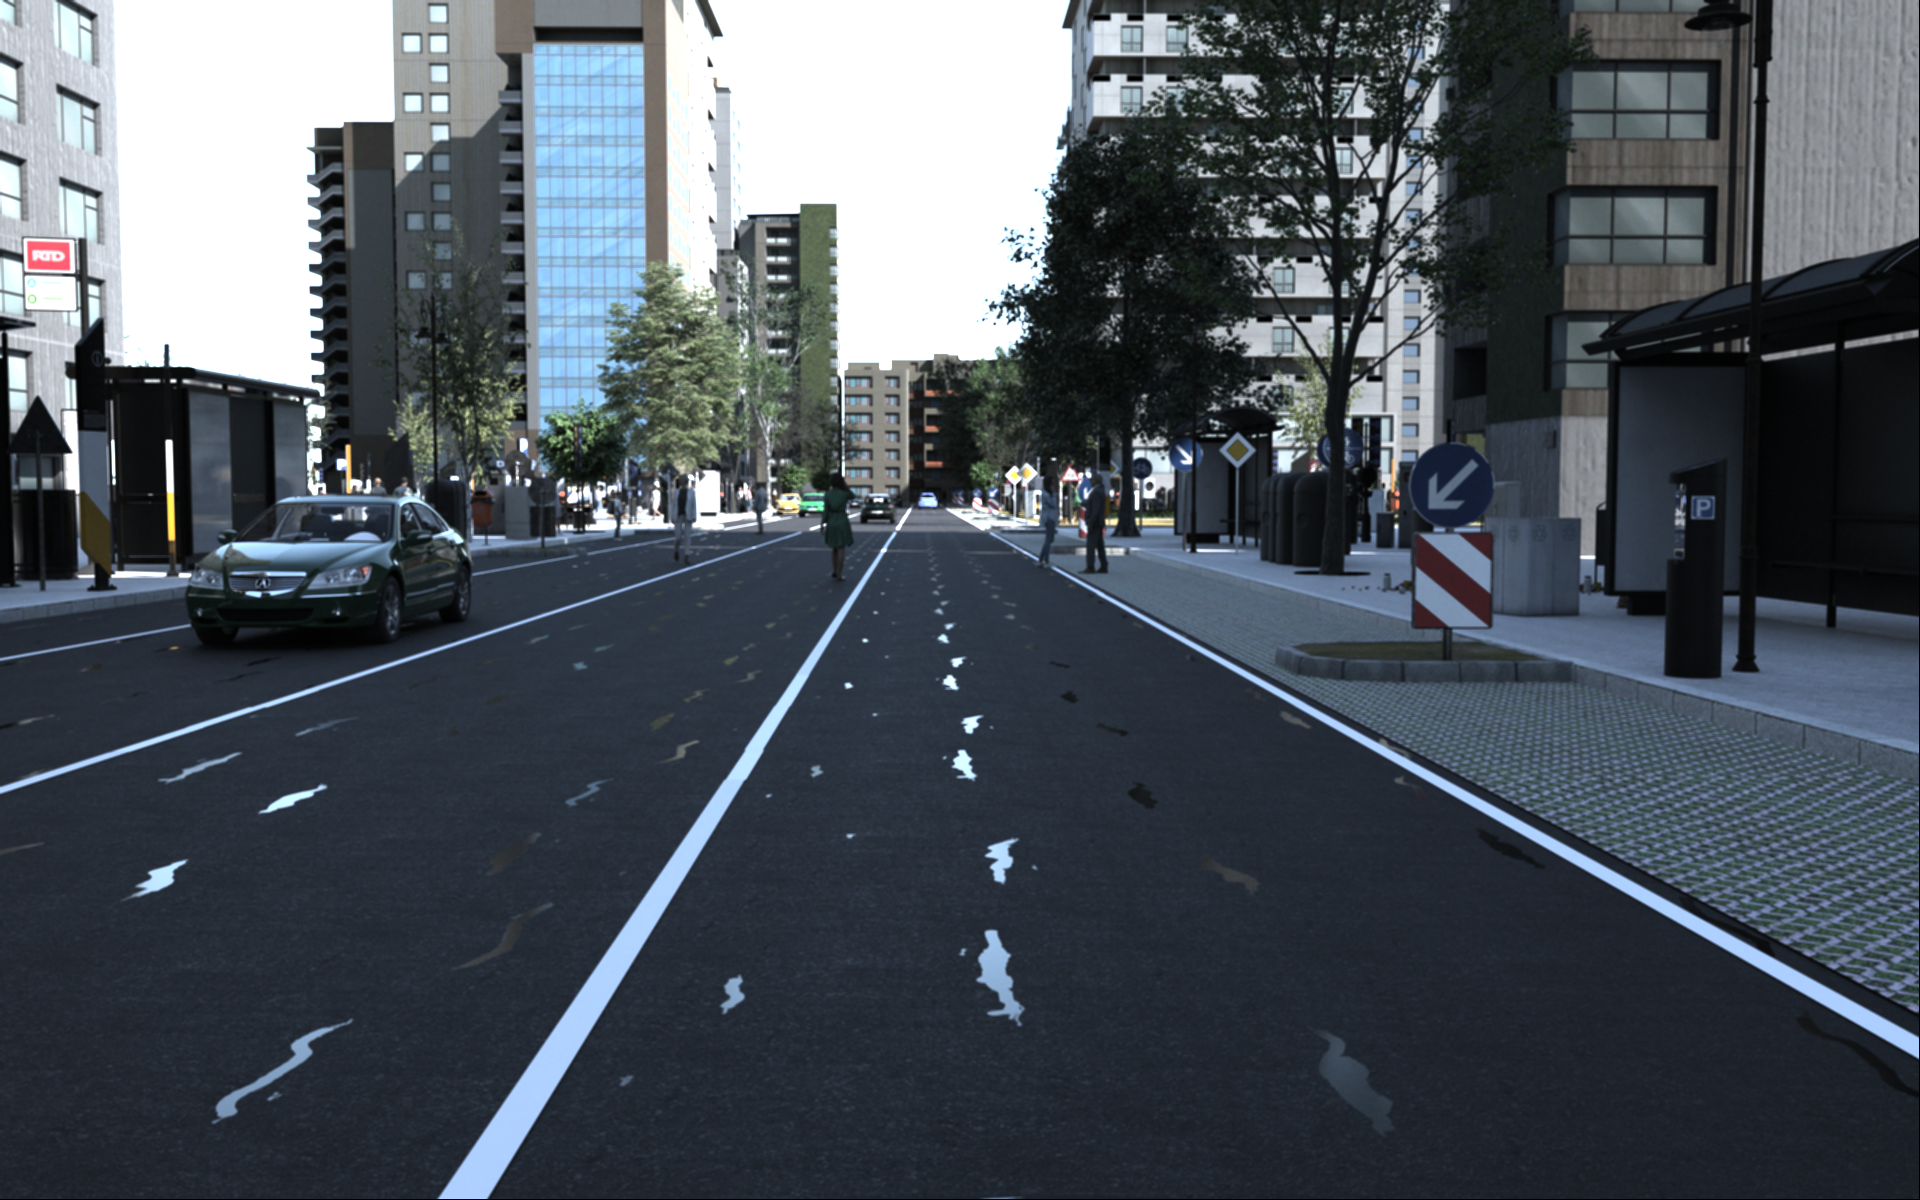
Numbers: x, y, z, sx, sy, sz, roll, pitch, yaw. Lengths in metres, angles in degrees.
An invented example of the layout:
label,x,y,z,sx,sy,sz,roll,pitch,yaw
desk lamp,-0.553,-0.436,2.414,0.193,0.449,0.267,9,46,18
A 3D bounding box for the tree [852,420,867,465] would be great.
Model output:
label,x,y,z,sx,sy,sz,roll,pitch,yaw
tree,-16.725,-18.733,216.649,12.009,13.543,11.850,0,3,0

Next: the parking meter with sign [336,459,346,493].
label,x,y,z,sx,sy,sz,roll,pitch,yaw
parking meter with sign,-30.304,-5.481,85.874,0.543,3.016,1.738,-3,5,-43

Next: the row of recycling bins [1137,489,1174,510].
label,x,y,z,sx,sy,sz,roll,pitch,yaw
row of recycling bins,15.443,-7.953,137.145,3.534,1.692,1.069,1,4,17

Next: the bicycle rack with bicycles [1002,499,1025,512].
label,x,y,z,sx,sy,sz,roll,pitch,yaw
bicycle rack with bicycles,4.204,-6.709,123.069,2.925,0.926,2.852,-2,4,-33

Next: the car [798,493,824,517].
label,x,y,z,sx,sy,sz,roll,pitch,yaw
car,-9.160,-6.109,108.680,1.959,1.807,4.718,0,4,-2

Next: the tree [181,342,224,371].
label,x,y,z,sx,sy,sz,roll,pitch,yaw
tree,-35.874,-7.787,77.681,4.360,8.622,3.978,0,3,0

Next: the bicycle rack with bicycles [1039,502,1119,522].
label,x,y,z,sx,sy,sz,roll,pitch,yaw
bicycle rack with bicycles,5.534,-4.182,81.755,2.852,0.926,2.925,-3,5,-41

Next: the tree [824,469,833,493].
label,x,y,z,sx,sy,sz,roll,pitch,yaw
tree,-16.338,-13.634,206.623,4.285,4.588,4.351,0,3,0

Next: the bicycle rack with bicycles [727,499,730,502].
label,x,y,z,sx,sy,sz,roll,pitch,yaw
bicycle rack with bicycles,-18.898,-7.656,138.560,2.852,0.926,2.925,-1,4,-14

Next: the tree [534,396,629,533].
label,x,y,z,sx,sy,sz,roll,pitch,yaw
tree,-12.670,-4.557,58.224,4.285,4.588,4.351,0,3,0

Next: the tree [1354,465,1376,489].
label,x,y,z,sx,sy,sz,roll,pitch,yaw
tree,22.946,-6.357,98.540,1.663,3.219,1.824,0,3,0

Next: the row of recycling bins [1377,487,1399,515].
label,x,y,z,sx,sy,sz,roll,pitch,yaw
row of recycling bins,26.371,-6.103,106.898,3.534,1.692,1.069,0,4,0

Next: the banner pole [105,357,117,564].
label,x,y,z,sx,sy,sz,roll,pitch,yaw
banner pole,-15.369,-2.558,31.837,0.863,3.779,0.401,-1,4,-12

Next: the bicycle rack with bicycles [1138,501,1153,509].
label,x,y,z,sx,sy,sz,roll,pitch,yaw
bicycle rack with bicycles,12.669,-6.698,122.889,2.925,0.926,2.852,0,4,4

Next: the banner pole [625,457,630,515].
label,x,y,z,sx,sy,sz,roll,pitch,yaw
banner pole,-20.114,-7.018,104.763,0.401,3.779,0.863,-2,4,-33

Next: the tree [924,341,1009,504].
label,x,y,z,sx,sy,sz,roll,pitch,yaw
tree,2.327,-21.824,212.710,12.611,20.169,13.585,0,3,0

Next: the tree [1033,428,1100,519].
label,x,y,z,sx,sy,sz,roll,pitch,yaw
tree,5.380,-8.452,88.549,4.737,8.622,4.395,0,3,0

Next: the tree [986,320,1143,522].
label,x,y,z,sx,sy,sz,roll,pitch,yaw
tree,4.669,-8.787,78.072,7.601,10.594,8.767,0,4,2

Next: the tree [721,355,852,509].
label,x,y,z,sx,sy,sz,roll,pitch,yaw
tree,-15.842,-14.795,152.276,12.009,13.543,11.850,0,3,0

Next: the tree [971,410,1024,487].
label,x,y,z,sx,sy,sz,roll,pitch,yaw
tree,2.875,-11.766,142.736,4.360,8.622,3.978,0,3,0

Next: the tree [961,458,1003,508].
label,x,y,z,sx,sy,sz,roll,pitch,yaw
tree,2.281,-10.525,155.798,4.285,4.588,4.351,0,3,0

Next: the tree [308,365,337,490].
label,x,y,z,sx,sy,sz,roll,pitch,yaw
tree,-35.646,-8.778,93.874,4.360,8.622,3.978,0,3,0

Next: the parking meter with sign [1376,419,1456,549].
label,x,y,z,sx,sy,sz,roll,pitch,yaw
parking meter with sign,10.740,-2.729,40.882,1.738,3.016,0.543,2,4,29

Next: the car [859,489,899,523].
label,x,y,z,sx,sy,sz,roll,pitch,yaw
car,-4.050,-4.679,86.285,2.009,1.686,4.222,0,4,-1

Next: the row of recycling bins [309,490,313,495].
label,x,y,z,sx,sy,sz,roll,pitch,yaw
row of recycling bins,-52.217,-7.869,135.765,3.534,1.692,1.069,1,4,22

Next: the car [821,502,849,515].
label,x,y,z,sx,sy,sz,roll,pitch,yaw
car,-8.426,-6.377,116.837,1.945,1.354,3.894,0,4,-1

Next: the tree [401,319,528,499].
label,x,y,z,sx,sy,sz,roll,pitch,yaw
tree,-20.766,-7.564,74.038,4.737,8.622,4.395,0,3,0

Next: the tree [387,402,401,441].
label,x,y,z,sx,sy,sz,roll,pitch,yaw
tree,-39.367,-10.725,125.714,4.737,8.622,4.395,0,3,0

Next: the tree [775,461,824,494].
label,x,y,z,sx,sy,sz,roll,pitch,yaw
tree,-16.152,-11.243,167.540,4.285,4.588,4.351,0,3,0

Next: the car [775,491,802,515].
label,x,y,z,sx,sy,sz,roll,pitch,yaw
car,-11.824,-6.748,120.556,2.015,1.641,3.980,0,4,-1

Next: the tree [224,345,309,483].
label,x,y,z,sx,sy,sz,roll,pitch,yaw
tree,-35.012,-8.263,85.464,4.360,8.622,3.978,0,3,0

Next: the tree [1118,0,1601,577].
label,x,y,z,sx,sy,sz,roll,pitch,yaw
tree,5.992,-6.196,27.058,9.928,11.665,9.643,0,3,0

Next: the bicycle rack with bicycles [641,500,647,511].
label,x,y,z,sx,sy,sz,roll,pitch,yaw
bicycle rack with bicycles,-24.021,-6.948,126.985,2.925,0.926,2.852,2,4,30

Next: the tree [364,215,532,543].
label,x,y,z,sx,sy,sz,roll,pitch,yaw
tree,-13.084,-5.809,45.345,4.360,8.622,3.978,0,3,0

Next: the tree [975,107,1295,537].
label,x,y,z,sx,sy,sz,roll,pitch,yaw
tree,5.060,-8.254,51.959,9.611,12.733,9.660,0,3,0

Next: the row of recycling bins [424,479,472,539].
label,x,y,z,sx,sy,sz,roll,pitch,yaw
row of recycling bins,-14.483,-2.574,49.194,1.069,1.692,3.534,0,4,-7

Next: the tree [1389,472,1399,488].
label,x,y,z,sx,sy,sz,roll,pitch,yaw
tree,32.494,-8.143,127.739,1.663,3.219,1.824,0,3,0

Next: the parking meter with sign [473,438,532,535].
label,x,y,z,sx,sy,sz,roll,pitch,yaw
parking meter with sign,-14.459,-3.552,54.330,1.738,3.016,0.543,1,4,14

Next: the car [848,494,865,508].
label,x,y,z,sx,sy,sz,roll,pitch,yaw
car,-10.166,-9.633,167.280,2.009,1.686,4.222,0,4,-3

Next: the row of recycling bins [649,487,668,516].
label,x,y,z,sx,sy,sz,roll,pitch,yaw
row of recycling bins,-17.736,-5.858,102.883,1.069,1.692,3.534,-2,4,-23

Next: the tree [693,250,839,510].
label,x,y,z,sx,sy,sz,roll,pitch,yaw
tree,-16.681,-17.202,137.140,12.611,20.169,13.585,0,3,0

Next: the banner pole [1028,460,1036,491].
label,x,y,z,sx,sy,sz,roll,pitch,yaw
banner pole,5.192,-8.346,126.476,0.863,3.779,0.401,3,4,36

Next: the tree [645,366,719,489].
label,x,y,z,sx,sy,sz,roll,pitch,yaw
tree,-14.719,-8.749,93.408,4.360,8.622,3.978,0,3,0

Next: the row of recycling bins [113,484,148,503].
label,x,y,z,sx,sy,sz,roll,pitch,yaw
row of recycling bins,-34.970,-3.987,72.304,1.069,1.692,3.534,0,4,2

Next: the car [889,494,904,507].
label,x,y,z,sx,sy,sz,roll,pitch,yaw
car,-7.116,-10.845,187.106,2.009,1.686,4.222,0,4,0

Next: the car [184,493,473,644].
label,x,y,z,sx,sy,sz,roll,pitch,yaw
car,-6.424,-0.385,18.093,2.131,1.459,4.920,0,4,-2

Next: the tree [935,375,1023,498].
label,x,y,z,sx,sy,sz,roll,pitch,yaw
tree,1.983,-17.003,184.660,9.857,13.997,8.962,0,3,0

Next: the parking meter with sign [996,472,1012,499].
label,x,y,z,sx,sy,sz,roll,pitch,yaw
parking meter with sign,3.714,-8.570,136.382,1.738,3.016,0.543,-1,4,-23

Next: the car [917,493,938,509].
label,x,y,z,sx,sy,sz,roll,pitch,yaw
car,-3.074,-9.384,163.024,1.945,1.707,3.694,0,4,-2

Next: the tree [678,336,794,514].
label,x,y,z,sx,sy,sz,roll,pitch,yaw
tree,-14.801,-11.472,113.317,9.928,11.665,9.643,0,3,0

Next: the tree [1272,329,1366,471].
label,x,y,z,sx,sy,sz,roll,pitch,yaw
tree,15.908,-7.733,76.800,4.737,8.622,4.395,0,3,0

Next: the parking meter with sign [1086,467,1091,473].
label,x,y,z,sx,sy,sz,roll,pitch,yaw
parking meter with sign,8.961,-7.134,112.906,1.738,3.016,0.543,-3,4,-38

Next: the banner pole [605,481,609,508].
label,x,y,z,sx,sy,sz,roll,pitch,yaw
banner pole,-28.229,-9.050,137.988,0.863,3.779,0.401,-1,4,-12

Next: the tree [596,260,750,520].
label,x,y,z,sx,sy,sz,roll,pitch,yaw
tree,-14.132,-10.200,84.901,7.486,12.596,7.792,0,3,0

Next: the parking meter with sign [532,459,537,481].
label,x,y,z,sx,sy,sz,roll,pitch,yaw
parking meter with sign,-22.219,-5.563,87.218,1.738,3.016,0.543,1,4,16

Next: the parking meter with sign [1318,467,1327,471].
label,x,y,z,sx,sy,sz,roll,pitch,yaw
parking meter with sign,23.031,-6.965,110.132,0.543,3.016,1.738,1,4,11

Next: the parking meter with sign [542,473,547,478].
label,x,y,z,sx,sy,sz,roll,pitch,yaw
parking meter with sign,-35.090,-9.000,143.413,0.543,3.016,1.738,3,5,40

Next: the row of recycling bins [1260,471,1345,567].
label,x,y,z,sx,sy,sz,roll,pitch,yaw
row of recycling bins,6.261,-1.524,32.026,1.069,1.692,3.534,0,4,-2
